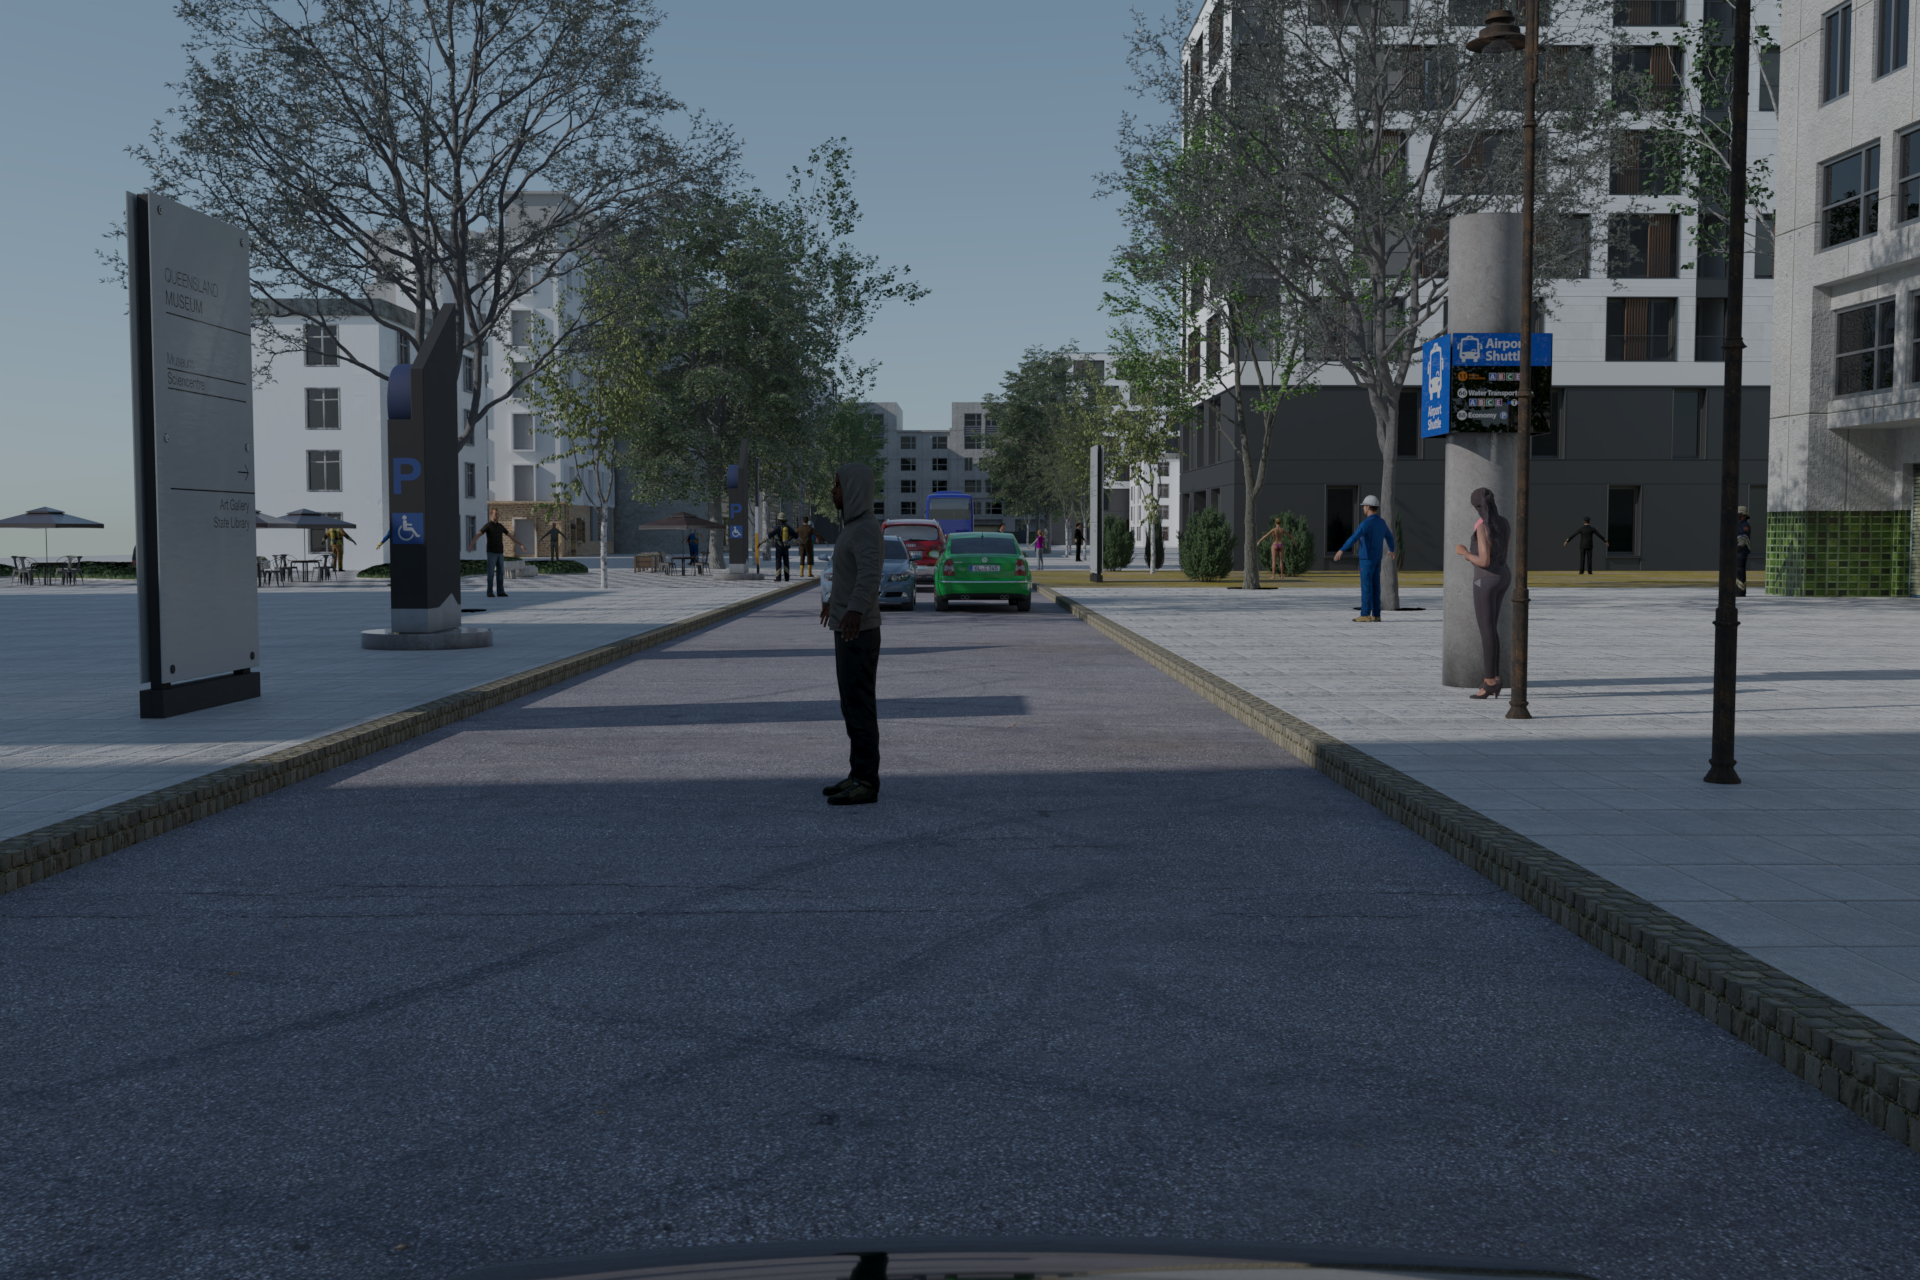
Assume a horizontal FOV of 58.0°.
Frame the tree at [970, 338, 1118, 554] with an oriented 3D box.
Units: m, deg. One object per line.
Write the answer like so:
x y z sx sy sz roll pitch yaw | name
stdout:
5.596 -12.623 113.037 9.857 13.997 8.962 0 3 0 | tree

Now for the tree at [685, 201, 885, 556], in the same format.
-10.412 -15.020 101.467 12.611 20.169 13.585 0 3 0 | tree

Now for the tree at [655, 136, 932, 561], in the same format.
-8.073 -13.836 82.108 12.611 20.169 13.585 0 3 0 | tree

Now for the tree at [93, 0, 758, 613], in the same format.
-8.356 -7.210 28.259 12.009 13.543 11.850 0 3 0 | tree

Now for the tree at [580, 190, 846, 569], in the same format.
-9.029 -9.569 63.106 9.857 13.997 8.962 0 3 0 | tree

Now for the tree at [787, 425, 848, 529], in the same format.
-9.981 -10.030 114.358 4.360 8.622 3.978 0 3 0 | tree

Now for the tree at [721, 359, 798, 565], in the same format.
-8.511 -7.409 71.502 4.737 8.622 4.395 0 3 0 | tree

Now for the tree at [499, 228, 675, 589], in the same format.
-8.516 -5.531 40.798 4.737 8.622 4.395 0 3 0 | tree

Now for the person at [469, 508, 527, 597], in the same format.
-9.459 -1.779 35.309 0.705 1.803 1.348 3 5 42 | person

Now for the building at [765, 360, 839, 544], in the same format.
-29.846 -22.547 212.620 27.936 21.610 32.646 0 4 0 | building

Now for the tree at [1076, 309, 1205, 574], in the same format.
6.004 -6.443 55.707 4.737 8.622 4.395 0 3 0 | tree

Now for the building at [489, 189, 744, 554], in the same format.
-25.372 -17.671 119.850 19.493 23.208 18.063 0 4 0 | building

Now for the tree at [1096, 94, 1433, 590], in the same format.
6.882 -6.986 39.971 9.928 11.665 9.643 0 3 0 | tree

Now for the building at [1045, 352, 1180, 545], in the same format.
24.119 -22.459 211.178 27.936 21.610 32.646 0 4 -1 | building

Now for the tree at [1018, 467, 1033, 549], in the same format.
5.472 -11.892 144.803 4.360 8.622 3.978 0 3 0 | tree

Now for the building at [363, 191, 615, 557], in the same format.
-26.729 -14.704 96.832 16.016 20.090 11.380 0 4 -1 | building

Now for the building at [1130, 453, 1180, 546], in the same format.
23.430 -14.526 179.654 9.099 9.664 28.070 0 4 0 | building

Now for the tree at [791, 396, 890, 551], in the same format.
-8.977 -12.483 129.852 9.928 11.665 9.643 0 3 0 | tree

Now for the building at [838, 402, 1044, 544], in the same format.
-0.952 -22.603 238.479 31.486 18.905 16.747 0 4 1 | building

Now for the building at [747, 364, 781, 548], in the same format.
-27.251 -20.451 165.308 19.493 23.208 18.063 0 4 -1 | building

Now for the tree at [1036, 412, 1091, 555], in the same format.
6.691 -9.420 104.384 4.360 8.622 3.978 0 3 0 | tree

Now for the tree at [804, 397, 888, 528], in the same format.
-9.560 -13.728 142.582 7.486 12.596 7.792 0 3 0 | tree

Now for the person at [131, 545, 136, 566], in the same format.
-13.626 -1.408 29.614 0.990 1.755 0.434 -2 4 -23 | person

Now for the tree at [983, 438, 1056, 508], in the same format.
6.168 -12.365 136.580 8.767 10.594 7.601 0 4 -5 | tree

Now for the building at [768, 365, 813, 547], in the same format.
-26.224 -21.742 186.412 19.493 23.208 18.063 0 4 0 | building

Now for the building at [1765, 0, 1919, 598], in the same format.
25.688 -9.429 20.625 16.747 18.905 31.486 0 4 -1 | building

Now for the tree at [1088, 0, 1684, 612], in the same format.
7.157 -7.249 28.884 12.009 13.543 11.850 0 3 0 | tree

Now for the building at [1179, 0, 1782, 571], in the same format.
23.238 -14.173 75.703 27.936 21.610 32.646 0 4 0 | building

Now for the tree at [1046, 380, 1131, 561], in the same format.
6.300 -8.160 83.775 4.737 8.622 4.395 0 3 0 | tree

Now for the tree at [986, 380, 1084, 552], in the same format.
5.320 -12.726 126.191 7.486 12.596 7.792 0 3 0 | tree

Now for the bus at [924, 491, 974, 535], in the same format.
-0.635 -6.540 98.473 2.896 3.916 12.251 0 4 -1 | bus

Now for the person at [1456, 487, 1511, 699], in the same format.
4.091 -0.370 13.561 0.415 1.643 0.593 0 4 2 | person

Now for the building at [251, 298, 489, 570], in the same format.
-25.158 -8.177 75.838 9.099 9.664 28.070 0 3 0 | building

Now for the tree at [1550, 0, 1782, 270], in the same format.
22.531 -11.608 45.685 12.611 20.169 13.585 0 3 0 | tree

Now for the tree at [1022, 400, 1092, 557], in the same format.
6.026 -8.833 94.783 4.360 8.622 3.978 0 3 0 | tree
